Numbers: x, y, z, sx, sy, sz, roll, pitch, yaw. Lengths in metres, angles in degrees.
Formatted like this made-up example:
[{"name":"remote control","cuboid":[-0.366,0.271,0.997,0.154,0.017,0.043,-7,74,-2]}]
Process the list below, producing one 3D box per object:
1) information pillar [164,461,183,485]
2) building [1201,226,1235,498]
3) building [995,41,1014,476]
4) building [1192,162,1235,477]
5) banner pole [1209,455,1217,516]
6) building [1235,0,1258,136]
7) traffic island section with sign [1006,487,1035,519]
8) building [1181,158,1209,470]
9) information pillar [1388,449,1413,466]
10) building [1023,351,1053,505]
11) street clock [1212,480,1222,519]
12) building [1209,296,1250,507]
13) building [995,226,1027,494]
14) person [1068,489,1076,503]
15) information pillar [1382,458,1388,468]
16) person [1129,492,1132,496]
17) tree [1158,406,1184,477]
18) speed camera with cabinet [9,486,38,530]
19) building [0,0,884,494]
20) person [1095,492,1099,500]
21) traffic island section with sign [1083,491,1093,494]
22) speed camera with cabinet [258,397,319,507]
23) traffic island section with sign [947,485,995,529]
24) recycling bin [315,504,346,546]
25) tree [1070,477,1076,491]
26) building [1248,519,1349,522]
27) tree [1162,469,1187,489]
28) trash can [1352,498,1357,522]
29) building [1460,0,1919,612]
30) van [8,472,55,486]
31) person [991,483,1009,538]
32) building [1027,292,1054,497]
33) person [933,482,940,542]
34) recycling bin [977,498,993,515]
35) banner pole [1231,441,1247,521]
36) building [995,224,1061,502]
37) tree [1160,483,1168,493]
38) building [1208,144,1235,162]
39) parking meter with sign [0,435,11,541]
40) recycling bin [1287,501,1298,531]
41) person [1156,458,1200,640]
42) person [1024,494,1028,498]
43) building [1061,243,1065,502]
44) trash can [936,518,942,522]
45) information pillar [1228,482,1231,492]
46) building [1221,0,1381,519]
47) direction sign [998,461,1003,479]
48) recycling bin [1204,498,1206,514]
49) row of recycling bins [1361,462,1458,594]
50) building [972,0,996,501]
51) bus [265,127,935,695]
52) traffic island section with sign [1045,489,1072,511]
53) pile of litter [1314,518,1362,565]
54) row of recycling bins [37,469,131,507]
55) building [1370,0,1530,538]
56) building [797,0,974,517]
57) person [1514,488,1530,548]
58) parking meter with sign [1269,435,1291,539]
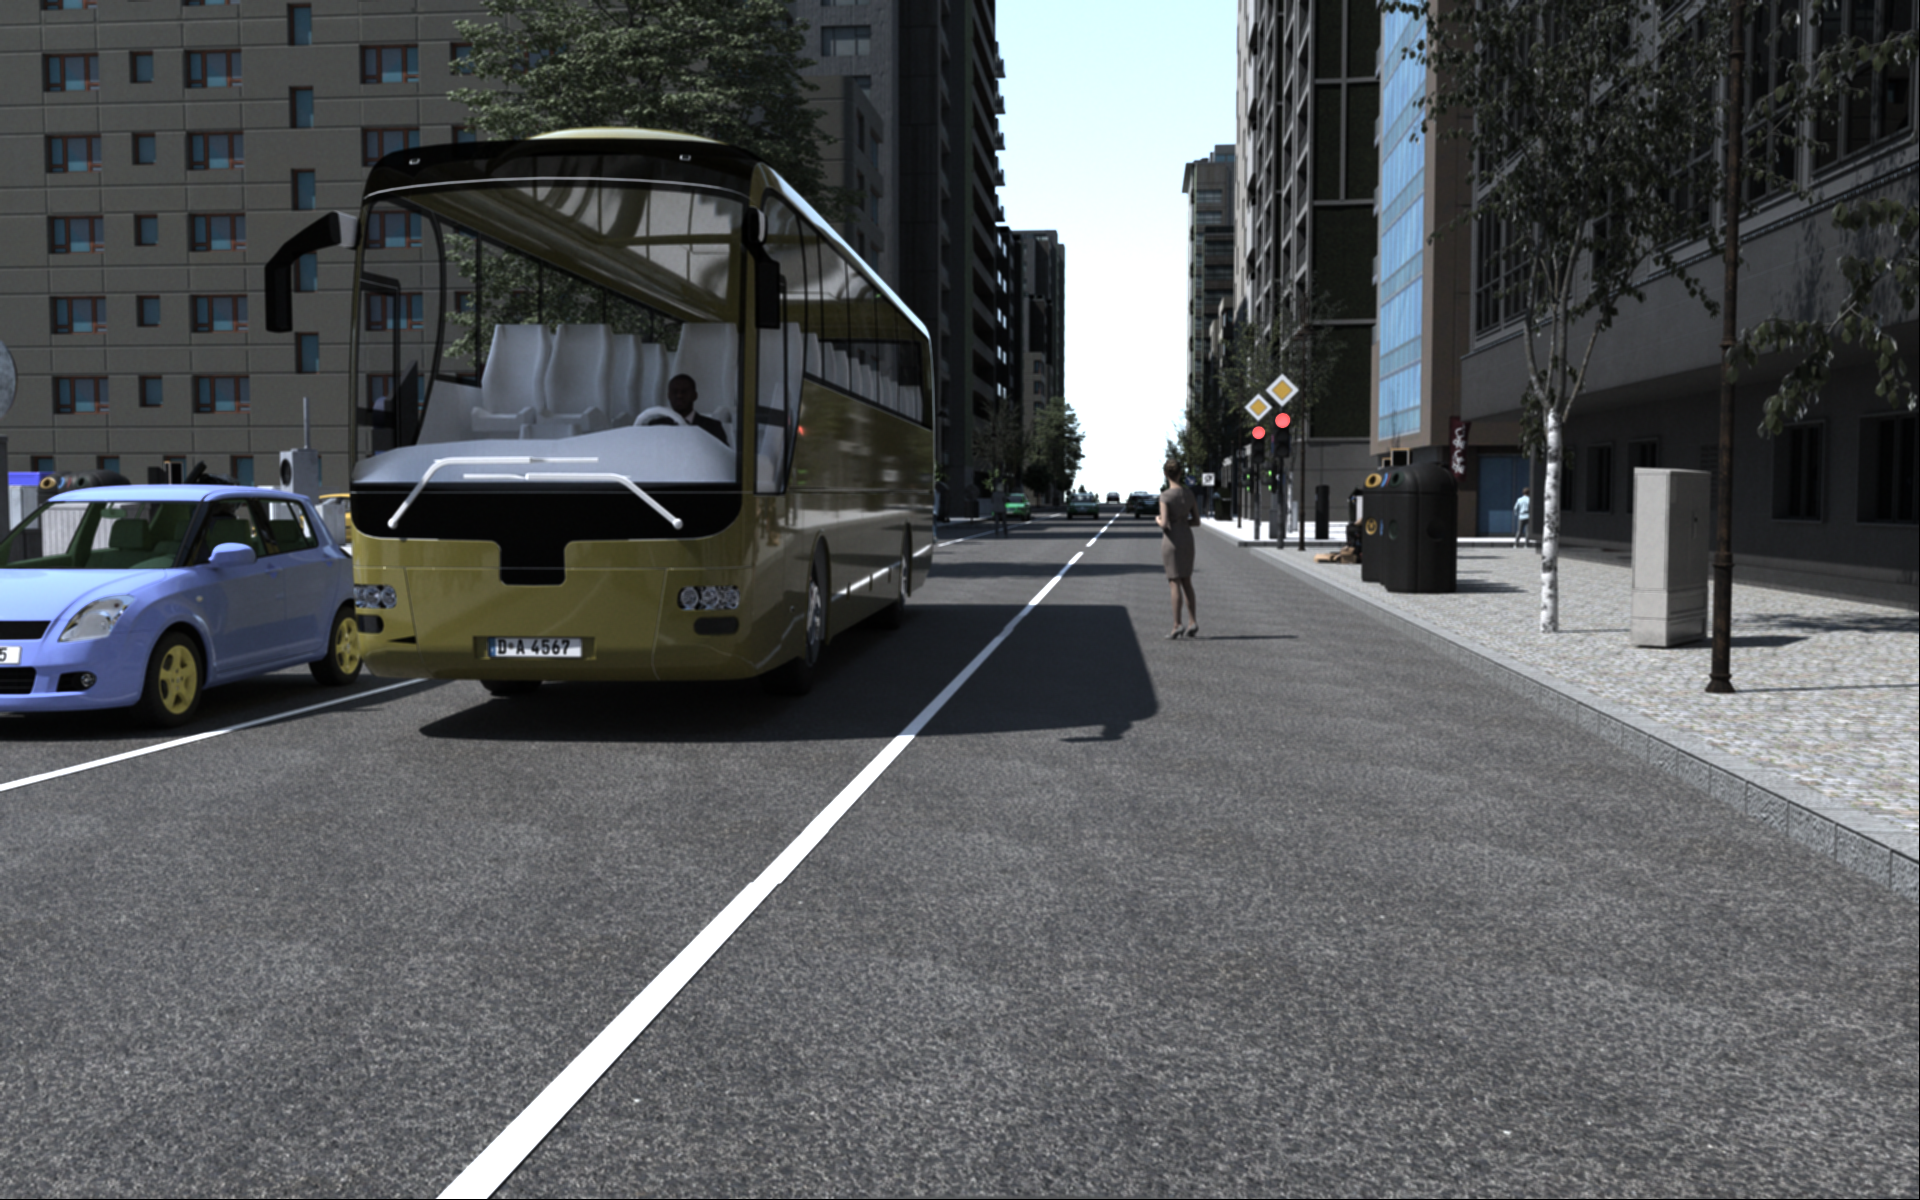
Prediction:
[{"name":"information pillar","cuboid":[-17.778,-2.124,39.215,0.304,2.012,0.304,-3,5,-45]},{"name":"building","cuboid":[33.183,-25.440,187.652,14.160,30.474,14.107,0,4,6]},{"name":"building","cuboid":[-7.345,-33.256,163.338,23.786,49.044,30.456,0,4,6]},{"name":"building","cuboid":[36.041,-32.522,215.323,14.154,41.232,14.086,0,4,6]},{"name":"banner pole","cuboid":[14.866,-6.824,101.590,0.401,3.779,0.863,2,4,34]},{"name":"building","cuboid":[35.784,-33.421,135.677,28.713,52.752,27.495,0,4,6]},{"name":"traffic island section with sign","cuboid":[3.264,-5.530,99.043,1.989,1.847,2.006,0,4,6]},{"name":"building","cuboid":[48.557,-41.367,265.595,28.713,52.752,27.495,0,4,6]},{"name":"information pillar","cuboid":[7.156,-1.444,28.105,0.304,2.012,0.304,2,4,25]},{"name":"building","cuboid":[-2.339,-23.336,226.575,27.650,21.520,28.899,0,4,6]},{"name":"street clock","cuboid":[12.950,-5.065,87.376,0.471,2.002,0.358,2,4,27]},{"name":"building","cuboid":[38.222,-19.549,164.672,27.650,21.520,28.899,0,4,6]},{"name":"building","cuboid":[-0.618,-25.313,185.574,14.160,30.474,14.107,0,4,6]},{"name":"person","cuboid":[7.436,-6.387,113.276,0.623,1.781,0.721,-1,4,-23]},{"name":"information pillar","cuboid":[8.823,-1.895,35.480,0.304,2.012,0.304,2,4,26]},{"name":"person","cuboid":[24.838,-14.818,251.438,0.551,1.740,0.621,-1,4,-22]},{"name":"tree","cuboid":[17.783,-10.976,129.828,4.737,8.622,4.395,0,3,0]},{"name":"speed camera with cabinet","cuboid":[-18.976,-2.402,33.601,2.038,3.252,0.660,0,4,5]},{"name":"building","cuboid":[-18.770,-13.619,67.717,27.650,21.520,28.899,0,4,6]},{"name":"person","cuboid":[21.289,-15.888,268.794,0.617,1.759,0.750,-1,4,-12]},{"name":"traffic island section with sign","cuboid":[19.528,-15.230,257.642,1.989,1.847,2.006,0,4,6]},{"name":"speed camera with cabinet","cuboid":[-13.975,-2.545,35.939,0.660,3.252,2.038,-3,5,-42]},{"name":"traffic island section with sign","cuboid":[0.527,-3.890,72.227,1.989,1.847,2.006,0,4,6]},{"name":"recycling bin","cuboid":[-15.659,-1.843,42.686,0.722,1.027,0.722,2,4,26]},{"name":"tree","cuboid":[13.162,-14.526,221.214,4.285,4.588,4.351,0,3,0]},{"name":"building","cuboid":[24.300,-39.339,81.442,20.563,71.187,20.611,0,4,6]},{"name":"tree","cuboid":[23.679,-12.591,189.581,4.285,4.588,4.351,0,3,0]},{"name":"trash can","cuboid":[13.147,-2.737,56.406,0.748,1.137,0.748,0,3,0]},{"name":"building","cuboid":[16.424,-14.094,23.939,14.314,27.812,24.014,0,4,6]},{"name":"van","cuboid":[-27.549,-2.705,48.605,5.245,2.365,2.240,0,4,7]},{"name":"person","cuboid":[1.283,-2.904,56.162,0.537,1.800,0.526,2,4,26]},{"name":"building","cuboid":[6.025,-29.085,247.243,14.160,30.474,14.107,0,4,6]},{"name":"person","cuboid":[-0.775,-2.606,51.369,0.793,1.790,0.793,-1,4,-12]},{"name":"recycling bin","cuboid":[1.492,-5.631,104.629,0.722,1.027,0.722,3,4,36]},{"name":"banner pole","cuboid":[13.082,-5.610,81.735,0.863,3.779,0.401,0,4,2]},{"name":"building","cuboid":[7.399,-35.320,261.072,14.154,41.232,14.086,0,4,6]},{"name":"tree","cuboid":[25.519,-13.145,209.516,1.663,3.219,1.824,0,3,0]},{"name":"building","cuboid":[43.700,-37.768,237.110,23.786,49.044,30.456,0,4,6]},{"name":"parking meter with sign","cuboid":[-11.637,-1.481,20.481,0.543,3.016,1.738,1,4,13]},{"name":"recycling bin","cuboid":[11.312,-2.902,60.000,0.722,1.027,0.722,0,4,4]},{"name":"person","cuboid":[2.136,-0.505,17.090,0.599,1.781,0.374,-2,4,-35]},{"name":"person","cuboid":[7.399,-11.991,204.186,1.348,1.869,0.705,-1,4,-19]},{"name":"building","cuboid":[9.392,-36.201,275.472,14.154,41.232,14.086,0,4,6]},{"name":"trash can","cuboid":[-0.986,-4.241,80.999,0.748,1.137,0.748,0,3,0]},{"name":"information pillar","cuboid":[16.343,-6.135,104.799,0.304,2.012,0.304,0,4,8]},{"name":"building","cuboid":[27.785,-41.095,110.152,20.563,71.187,20.611,0,4,6]},{"name":"direction sign","cuboid":[2.749,-7.728,118.343,0.379,3.537,0.876,1,4,22]},{"name":"recycling bin","cuboid":[15.592,-6.110,112.452,0.722,1.027,0.722,-1,4,-11]},{"name":"row of recycling bins","cuboid":[6.219,-1.029,23.932,1.069,1.692,3.534,0,4,7]},{"name":"building","cuboid":[-8.679,-31.368,136.566,21.300,48.544,21.600,0,4,6]},{"name":"bus","cuboid":[-2.005,-1.473,15.627,2.896,3.916,12.252,0,4,4]},{"name":"traffic island section with sign","cuboid":[8.334,-8.557,148.536,1.989,1.847,2.006,0,4,6]},{"name":"pile of litter","cuboid":[7.182,-1.117,32.233,1.176,0.858,1.719,0,4,4]},{"name":"row of recycling bins","cuboid":[-15.199,-1.409,30.152,1.069,1.692,3.534,-3,5,-39]},{"name":"building","cuboid":[21.469,-24.786,55.355,14.200,45.320,14.600,0,4,6]},{"name":"building","cuboid":[-6.883,-25.192,95.492,14.154,41.232,14.086,0,4,6]},{"name":"person","cuboid":[14.722,-2.127,45.084,0.589,1.601,0.330,3,4,38]},{"name":"parking meter with sign","cuboid":[9.200,-3.287,49.997,0.543,3.016,1.738,1,4,14]}]
